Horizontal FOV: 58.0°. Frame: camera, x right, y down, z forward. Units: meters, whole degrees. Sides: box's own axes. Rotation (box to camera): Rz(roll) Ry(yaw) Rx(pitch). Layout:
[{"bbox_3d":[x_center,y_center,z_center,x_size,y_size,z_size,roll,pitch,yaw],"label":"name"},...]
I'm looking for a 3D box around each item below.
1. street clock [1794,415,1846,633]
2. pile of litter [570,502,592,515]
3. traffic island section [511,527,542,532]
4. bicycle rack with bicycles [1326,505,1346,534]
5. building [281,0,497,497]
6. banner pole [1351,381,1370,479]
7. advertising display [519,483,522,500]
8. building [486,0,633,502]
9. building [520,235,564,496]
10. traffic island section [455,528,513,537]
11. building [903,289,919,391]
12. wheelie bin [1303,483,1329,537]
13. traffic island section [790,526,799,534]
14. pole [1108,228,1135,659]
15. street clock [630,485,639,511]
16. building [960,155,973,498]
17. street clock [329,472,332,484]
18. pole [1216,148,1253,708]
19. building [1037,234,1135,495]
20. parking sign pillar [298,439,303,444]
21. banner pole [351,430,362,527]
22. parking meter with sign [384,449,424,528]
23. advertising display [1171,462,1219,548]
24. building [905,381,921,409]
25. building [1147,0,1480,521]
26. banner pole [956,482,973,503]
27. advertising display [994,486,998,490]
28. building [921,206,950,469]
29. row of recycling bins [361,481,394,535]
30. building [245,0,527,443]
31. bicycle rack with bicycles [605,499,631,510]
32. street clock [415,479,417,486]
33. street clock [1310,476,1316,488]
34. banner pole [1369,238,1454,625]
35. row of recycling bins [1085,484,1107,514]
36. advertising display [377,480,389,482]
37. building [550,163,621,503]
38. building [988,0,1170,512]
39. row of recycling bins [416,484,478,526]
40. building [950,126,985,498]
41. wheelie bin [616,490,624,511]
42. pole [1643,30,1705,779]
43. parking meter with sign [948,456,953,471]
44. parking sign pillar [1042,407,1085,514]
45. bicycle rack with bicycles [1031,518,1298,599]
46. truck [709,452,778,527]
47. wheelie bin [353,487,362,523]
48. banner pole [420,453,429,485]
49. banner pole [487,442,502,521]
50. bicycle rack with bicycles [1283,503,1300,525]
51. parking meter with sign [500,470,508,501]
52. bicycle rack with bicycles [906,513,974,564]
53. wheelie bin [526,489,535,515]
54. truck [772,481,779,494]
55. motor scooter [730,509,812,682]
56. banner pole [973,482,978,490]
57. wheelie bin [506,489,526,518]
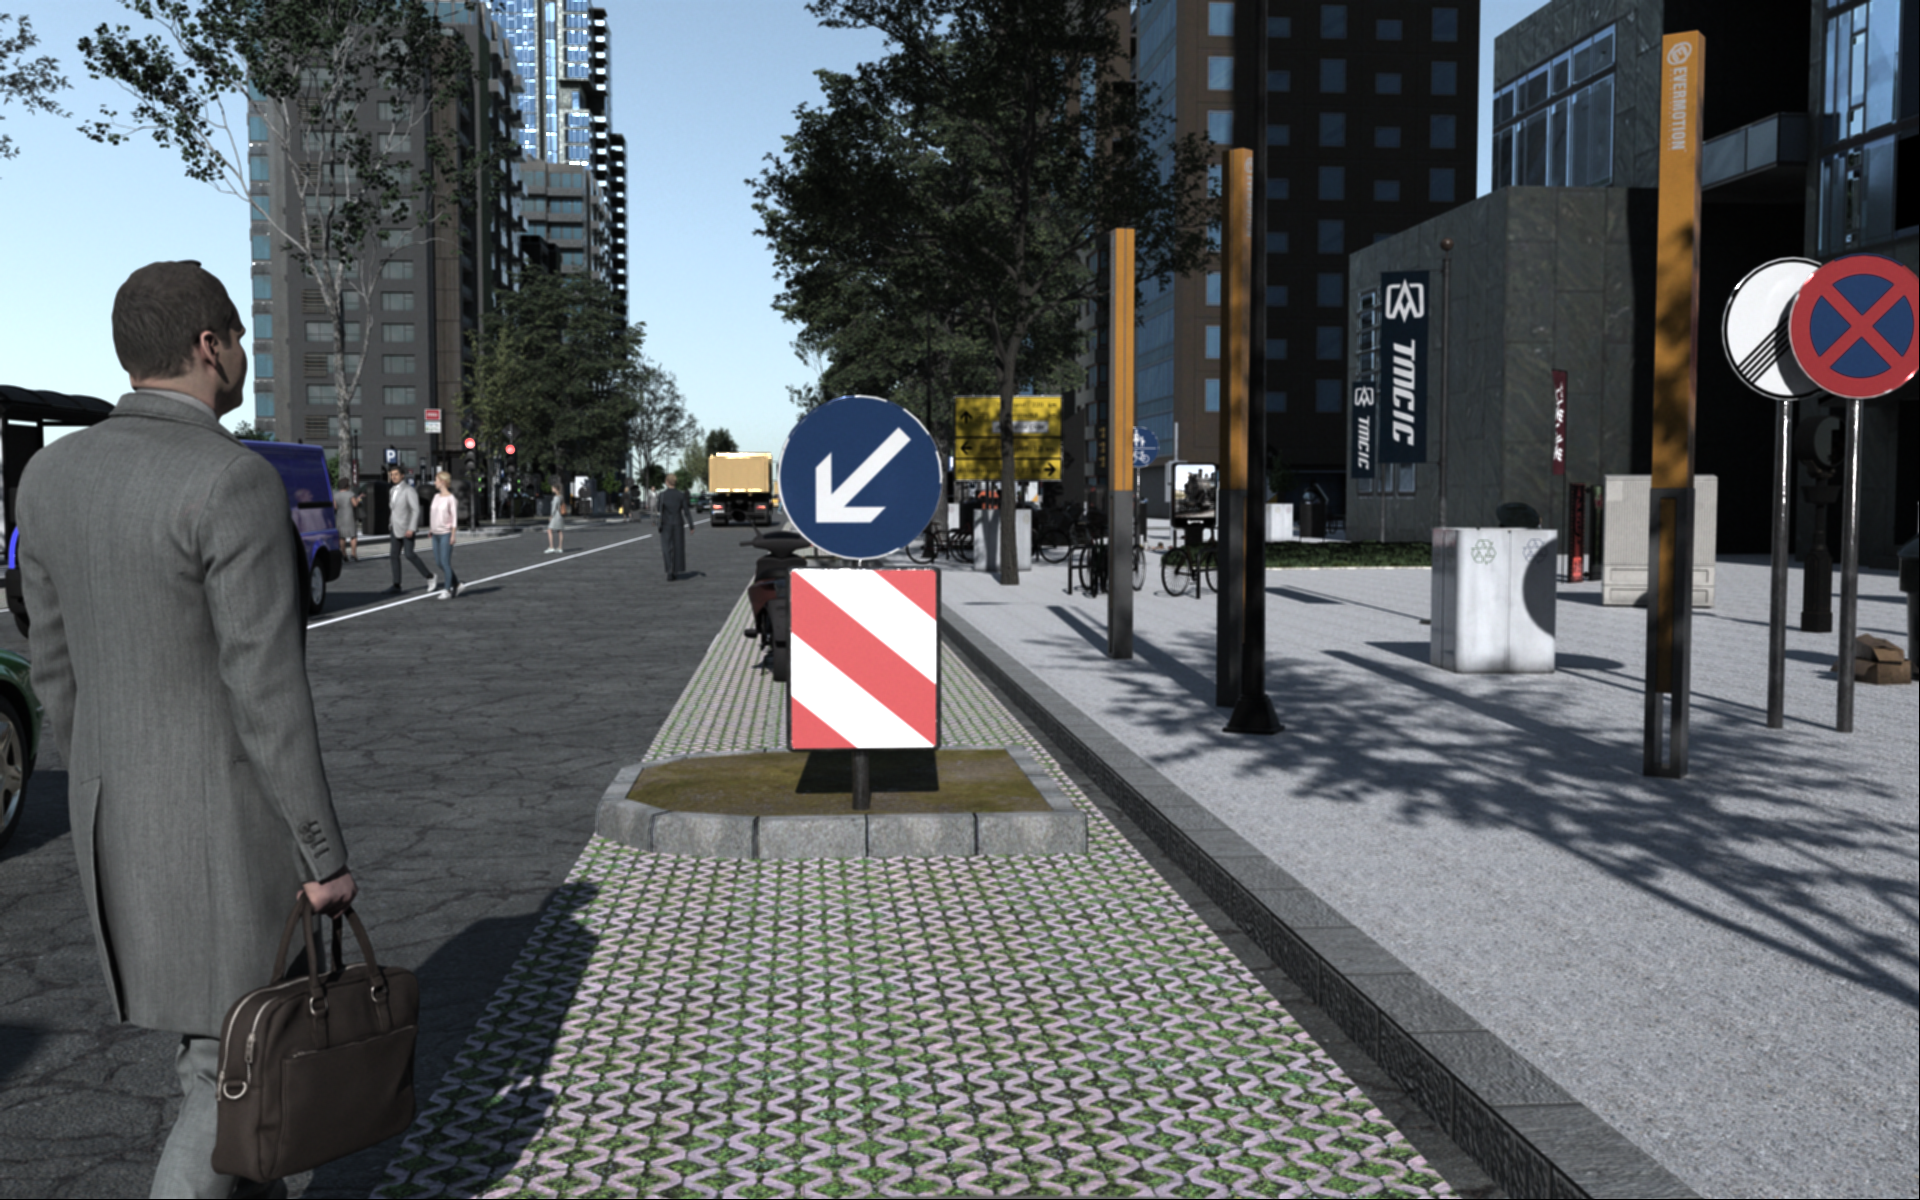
[{"bbox_3d":[7.969,-0.703,16.057,0.471,2.002,0.358,-1,4,-23],"label":"street clock"},{"bbox_3d":[-22.936,-5.520,104.212,1.719,0.858,1.176,-1,4,-11],"label":"pile of litter"},{"bbox_3d":[-17.147,-2.694,66.331,2.009,0.180,2.903,0,4,-5],"label":"traffic island section"},{"bbox_3d":[12.922,-2.576,55.495,2.852,0.926,2.925,0,4,-6],"label":"bicycle rack with bicycles"},{"bbox_3d":[-47.715,-28.282,146.002,14.154,41.232,14.086,0,4,-5],"label":"building"},{"bbox_3d":[8.038,-2.679,33.824,0.863,3.779,0.401,2,4,26],"label":"banner pole"},{"bbox_3d":[-25.985,-5.905,101.766,0.123,1.923,0.974,1,4,9],"label":"advertising display"},{"bbox_3d":[-64.127,-59.140,279.604,22.319,86.520,31.000,0,4,-5],"label":"building"},{"bbox_3d":[-51.851,-25.655,191.152,14.160,30.474,14.107,0,4,-5],"label":"building"},{"bbox_3d":[-16.432,-2.208,58.378,2.009,0.180,2.903,0,4,-5],"label":"traffic island section"},{"bbox_3d":[-2.864,-37.419,295.399,14.154,41.232,14.086,0,4,-5],"label":"building"},{"bbox_3d":[10.594,-2.672,51.596,0.693,1.594,0.980,1,4,20],"label":"wheelie bin"},{"bbox_3d":[-5.602,-2.757,67.360,2.009,0.180,2.903,0,4,-5],"label":"traffic island section"},{"bbox_3d":[1.250,-1.198,13.434,0.158,3.312,0.155,0,3,0],"label":"pole"},{"bbox_3d":[-25.699,-8.126,137.432,0.471,2.002,0.358,-2,4,-24],"label":"street clock"},{"bbox_3d":[7.539,-32.654,184.002,14.600,45.320,14.200,0,4,-5],"label":"building"},{"bbox_3d":[-20.864,-3.207,56.997,0.358,2.002,0.471,1,4,10],"label":"street clock"},{"bbox_3d":[1.659,-1.011,10.380,0.158,3.312,0.155,0,3,0],"label":"pole"},{"bbox_3d":[21.458,-17.478,130.808,27.650,21.520,28.899,0,4,-5],"label":"building"},{"bbox_3d":[-32.178,-5.918,85.238,1.447,3.967,1.447,-1,4,-10],"label":"parking sign pillar"},{"bbox_3d":[-23.711,-4.741,67.528,0.863,3.779,0.401,1,4,20],"label":"banner pole"},{"bbox_3d":[-21.420,-4.317,66.848,1.738,3.016,0.543,2,4,33],"label":"parking meter with sign"},{"bbox_3d":[4.793,-1.852,35.491,0.974,1.923,0.123,-1,4,-18],"label":"advertising display"},{"bbox_3d":[5.907,-26.312,275.248,27.650,21.520,28.899,0,4,-5],"label":"building"},{"bbox_3d":[16.959,-26.808,88.415,14.200,45.320,14.600,0,4,-5],"label":"building"},{"bbox_3d":[0.005,-4.291,60.169,0.401,3.779,0.863,-1,4,-21],"label":"banner pole"},{"bbox_3d":[2.407,-7.834,133.301,0.974,1.923,0.123,0,4,0],"label":"advertising display"},{"bbox_3d":[1.721,-36.758,251.108,14.600,45.320,14.200,0,4,-5],"label":"building"},{"bbox_3d":[-18.656,-2.973,55.727,1.069,1.692,3.534,-1,4,-15],"label":"row of recycling bins"},{"bbox_3d":[-54.298,-33.510,167.493,23.786,49.044,30.456,0,4,-5],"label":"building"},{"bbox_3d":[-27.307,-7.728,139.732,2.852,0.926,2.925,-2,4,-30],"label":"bicycle rack with bicycles"},{"bbox_3d":[-23.185,-4.193,73.121,0.471,2.002,0.358,1,4,19],"label":"street clock"},{"bbox_3d":[14.482,-4.072,71.147,0.358,2.002,0.471,1,4,12],"label":"street clock"},{"bbox_3d":[4.539,-1.657,17.104,0.863,3.779,0.401,1,4,21],"label":"banner pole"},{"bbox_3d":[5.426,-3.906,70.970,1.069,1.692,3.534,-3,4,-37],"label":"row of recycling bins"},{"bbox_3d":[-27.094,-4.667,81.525,0.123,1.923,0.974,1,4,20],"label":"advertising display"},{"bbox_3d":[-62.211,-38.564,250.125,23.786,49.044,30.456,0,4,-5],"label":"building"},{"bbox_3d":[9.830,-30.914,155.559,14.600,45.320,14.200,0,4,-5],"label":"building"},{"bbox_3d":[-20.897,-3.874,70.456,1.069,1.692,3.534,1,4,18],"label":"row of recycling bins"},{"bbox_3d":[5.745,-31.502,198.655,14.154,41.232,14.086,0,4,-5],"label":"building"},{"bbox_3d":[-25.859,-7.611,132.347,0.693,1.594,0.980,-3,4,-36],"label":"wheelie bin"},{"bbox_3d":[3.217,-0.854,7.799,0.158,3.312,0.155,0,3,0],"label":"pole"},{"bbox_3d":[-0.464,-5.145,80.387,0.543,3.016,1.738,-1,4,-13],"label":"parking meter with sign"},{"bbox_3d":[3.227,-4.010,54.037,1.447,3.967,1.447,0,4,0],"label":"parking sign pillar"},{"bbox_3d":[2.417,-0.546,22.310,2.852,0.926,2.925,2,4,32],"label":"bicycle rack with bicycles"},{"bbox_3d":[-9.894,-5.080,78.981,3.469,3.379,9.791,0,4,-5],"label":"truck"},{"bbox_3d":[-27.102,-4.286,77.986,0.980,1.594,0.693,2,4,35],"label":"wheelie bin"},{"bbox_3d":[-32.294,-7.009,104.618,0.401,3.779,0.863,2,4,28],"label":"banner pole"},{"bbox_3d":[-22.416,-5.714,83.433,0.401,3.779,0.863,3,5,44],"label":"banner pole"},{"bbox_3d":[12.944,-3.521,70.953,2.925,0.926,2.852,2,4,27],"label":"bicycle rack with bicycles"},{"bbox_3d":[-32.130,-7.693,122.037,0.543,3.016,1.738,-2,4,-33],"label":"parking meter with sign"},{"bbox_3d":[0.634,-1.168,32.477,2.925,0.926,2.852,1,4,10],"label":"bicycle rack with bicycles"},{"bbox_3d":[-26.833,-6.112,107.837,0.693,1.594,0.980,2,4,29],"label":"wheelie bin"},{"bbox_3d":[-26.780,-16.254,261.669,3.469,3.379,9.791,0,4,-7],"label":"truck"},{"bbox_3d":[-1.418,-0.063,13.807,0.815,1.314,1.986,0,4,-6],"label":"motor scooter"},{"bbox_3d":[0.764,-6.210,91.551,0.401,3.779,0.863,-3,5,-40],"label":"banner pole"},{"bbox_3d":[-23.612,-5.123,91.664,0.693,1.594,0.980,-2,4,-33],"label":"wheelie bin"}]
